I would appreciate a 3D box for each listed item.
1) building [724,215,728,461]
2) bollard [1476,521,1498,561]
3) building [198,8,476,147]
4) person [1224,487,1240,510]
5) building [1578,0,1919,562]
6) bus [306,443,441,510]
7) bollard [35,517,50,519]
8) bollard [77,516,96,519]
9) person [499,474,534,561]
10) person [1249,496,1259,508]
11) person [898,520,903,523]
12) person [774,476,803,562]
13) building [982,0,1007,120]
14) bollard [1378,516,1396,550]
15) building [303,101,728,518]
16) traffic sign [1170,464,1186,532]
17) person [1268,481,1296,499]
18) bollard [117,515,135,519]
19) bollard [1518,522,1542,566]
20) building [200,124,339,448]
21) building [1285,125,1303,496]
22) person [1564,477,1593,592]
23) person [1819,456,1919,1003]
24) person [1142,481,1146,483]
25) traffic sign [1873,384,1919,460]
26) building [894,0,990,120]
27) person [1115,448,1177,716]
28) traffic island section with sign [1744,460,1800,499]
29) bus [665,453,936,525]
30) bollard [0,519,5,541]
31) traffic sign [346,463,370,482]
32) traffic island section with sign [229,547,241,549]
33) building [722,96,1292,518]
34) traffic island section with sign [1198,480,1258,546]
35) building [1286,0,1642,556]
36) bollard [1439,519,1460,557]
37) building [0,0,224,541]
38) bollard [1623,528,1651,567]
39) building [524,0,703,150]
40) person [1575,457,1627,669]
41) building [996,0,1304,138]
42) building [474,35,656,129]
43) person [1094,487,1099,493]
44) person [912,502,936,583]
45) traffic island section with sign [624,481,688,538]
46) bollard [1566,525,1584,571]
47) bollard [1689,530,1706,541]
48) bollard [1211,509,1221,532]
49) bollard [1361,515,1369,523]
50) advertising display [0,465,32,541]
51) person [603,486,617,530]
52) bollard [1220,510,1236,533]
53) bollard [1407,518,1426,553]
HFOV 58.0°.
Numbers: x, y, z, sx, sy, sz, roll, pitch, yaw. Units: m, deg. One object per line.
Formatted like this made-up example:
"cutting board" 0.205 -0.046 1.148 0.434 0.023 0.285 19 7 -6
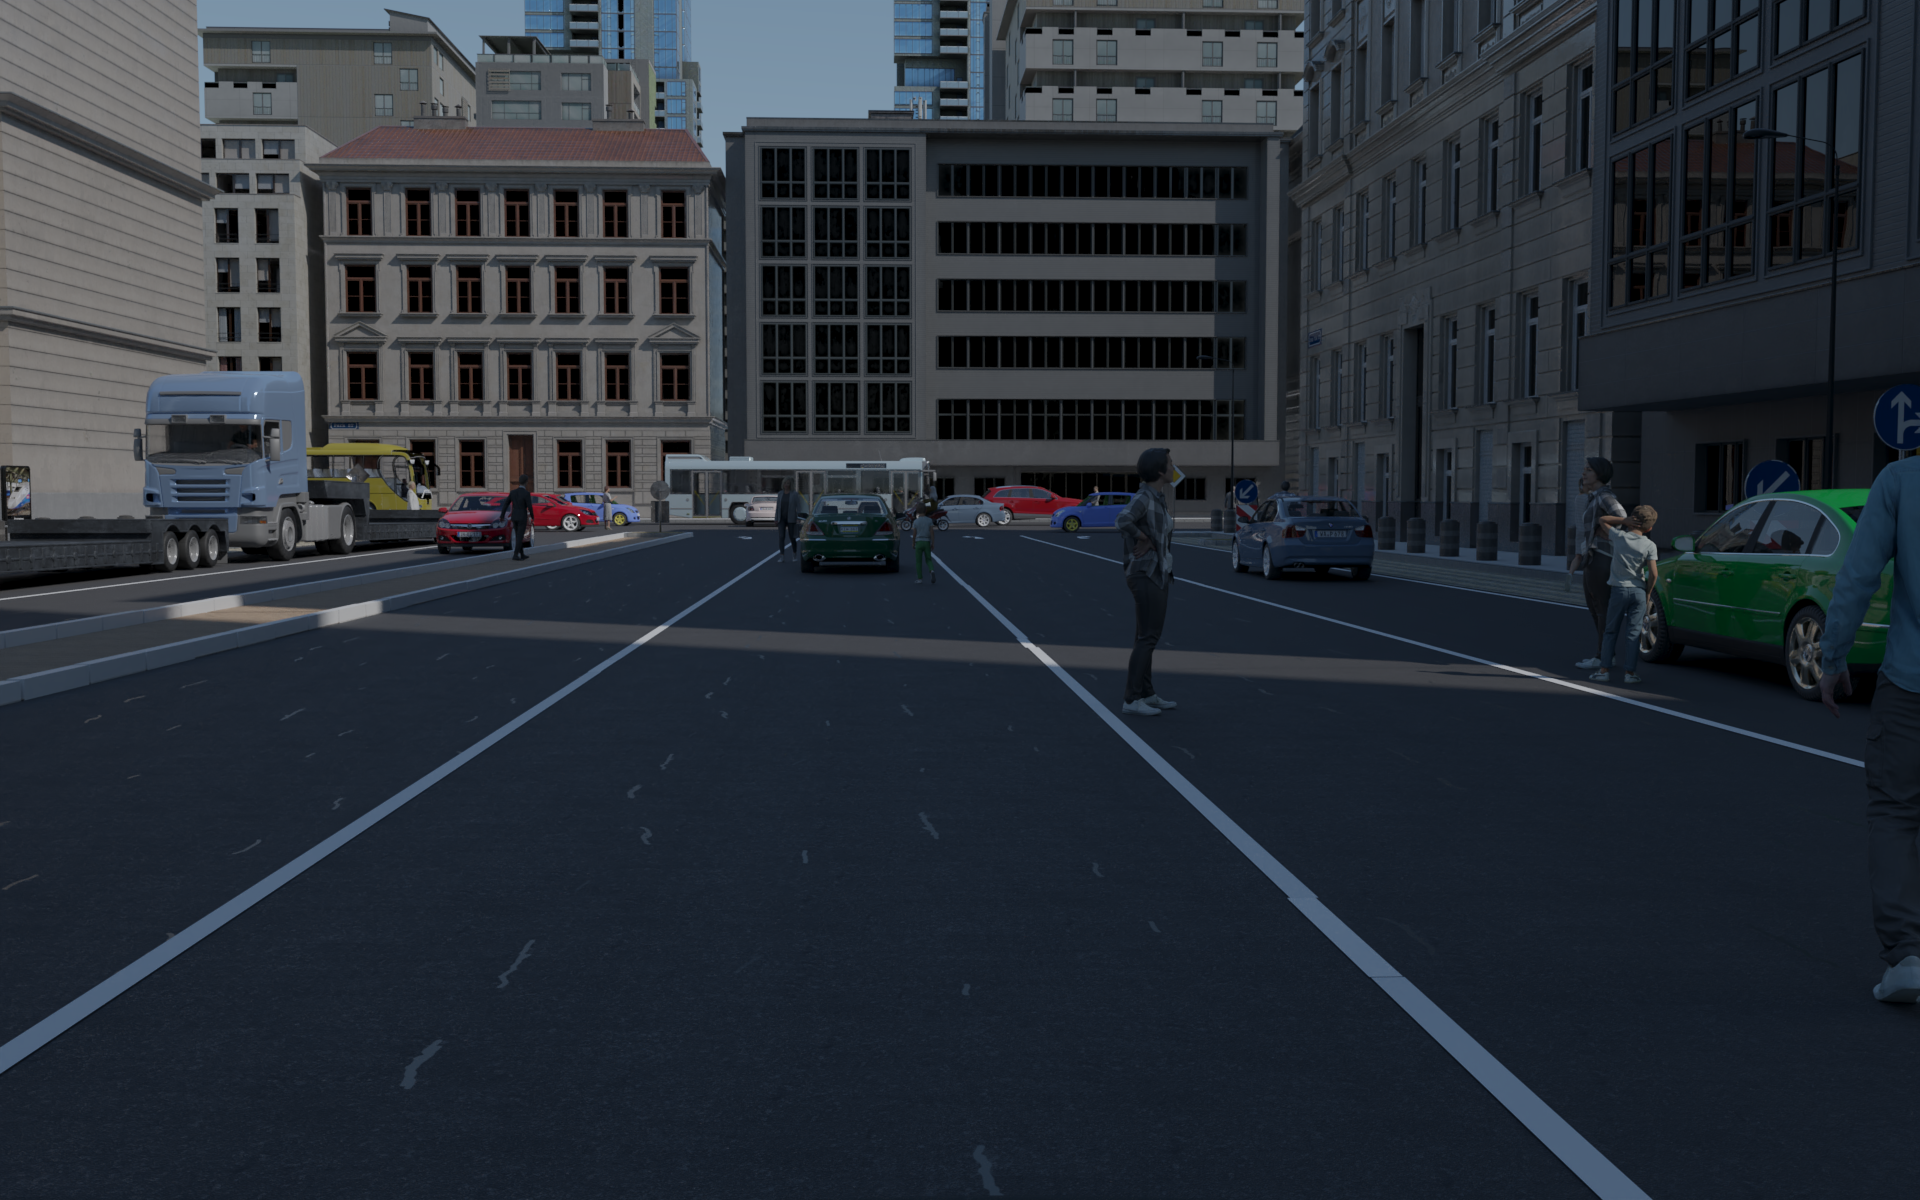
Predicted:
"building" -24.829 -38.856 258.992 21.600 48.544 21.300 0 4 -3
"bollard" 10.169 -1.144 33.415 0.404 0.777 0.398 0 3 0
"building" -69.562 -37.187 197.251 27.495 52.752 28.713 0 4 -3
"person" 12.091 -4.156 76.842 0.661 1.777 0.834 2 4 25
"building" 18.938 -13.874 20.348 14.314 27.812 24.014 0 4 -3
"bus" -31.824 -5.673 84.293 12.252 3.916 2.896 0 4 -1
"bollard" -20.410 -1.458 38.554 0.404 0.777 0.398 0 3 0
"bollard" -20.528 -1.591 40.729 0.404 0.777 0.398 0 3 0
"person" -9.400 -1.765 37.131 0.659 1.850 0.755 1 4 22
"person" 11.717 -3.698 69.061 0.767 1.812 0.694 2 4 30
"person" -2.892 -4.738 86.315 0.721 1.781 0.623 0 4 -7
"person" -3.552 -1.700 36.485 0.709 1.800 0.728 1 4 15
"building" 13.174 -40.329 201.382 21.231 58.520 28.212 0 4 -3
"bollard" 9.823 -1.539 39.876 0.404 0.777 0.398 0 3 0
"building" -23.195 -15.823 94.860 21.152 22.565 11.583 0 4 -3
"traffic sign" 7.196 -3.342 58.288 0.795 2.450 0.064 0 4 -3
"person" 7.526 -1.891 40.147 0.841 1.734 0.376 2 4 32
"bollard" -20.646 -1.723 42.882 0.404 0.777 0.398 0 3 0
"bollard" 10.290 -1.012 31.261 0.404 0.777 0.398 0 3 0
"building" -42.373 -14.559 92.799 16.860 20.320 10.420 0 4 -3
"building" 27.394 -16.366 96.466 19.941 23.489 11.050 0 4 -3
"person" 9.047 -0.965 25.033 0.760 1.731 0.466 -3 5 -43
"person" 2.811 0.221 4.913 0.660 1.820 0.620 1 4 21
"person" 4.979 -2.315 46.574 0.641 1.798 0.478 -3 5 -39
"traffic sign" 10.945 -1.225 20.135 0.768 2.556 0.104 0 4 -1
"building" 1.739 -57.931 259.838 31.000 86.520 22.319 0 4 -3
"person" 1.231 -0.136 11.441 0.376 1.734 0.841 1 4 18
"traffic island section with sign" 9.246 -0.744 20.801 1.989 1.847 2.006 0 4 -3
"bus" -7.061 -5.301 81.534 13.247 3.499 2.948 0 4 -2
"bollard" -20.294 -1.326 36.400 0.404 0.777 0.398 0 3 0
"traffic sign" -19.760 -3.255 56.866 0.795 2.450 0.064 0 4 -3
"traffic island section with sign" -18.887 -2.295 46.159 1.989 1.847 2.006 0 4 -3
"building" 2.312 -17.017 97.302 30.058 24.678 14.314 0 4 -3
"traffic island section with sign" 7.750 -2.440 48.529 1.989 1.847 2.006 0 4 -3
"building" 17.419 -15.142 44.830 12.463 27.353 25.104 0 4 -3
"bollard" 10.056 -1.275 35.568 0.404 0.777 0.398 0 3 0
"building" -34.276 -15.879 47.011 23.554 28.519 14.401 0 4 -3
"bollard" 10.520 -0.747 26.938 0.404 0.777 0.398 0 3 0
"building" -51.087 -57.716 256.332 31.000 86.520 22.319 0 4 -3
"person" 5.283 -0.306 14.234 0.376 1.734 0.841 1 4 23
"building" 18.930 -35.734 173.487 28.713 52.752 27.495 0 4 -3
"building" -35.413 -29.005 157.828 14.154 41.232 14.086 0 4 -3
"person" 6.358 -4.487 82.140 0.573 1.790 0.520 -3 5 -41
"person" -0.570 -0.912 27.664 0.306 1.304 0.590 -2 4 -26
"traffic island section with sign" -10.064 -3.030 57.681 2.006 1.907 1.989 0 4 -3
"bollard" 10.403 -0.879 29.091 0.404 0.777 0.398 0 3 0
"bollard" 10.635 -0.616 24.784 0.404 0.777 0.398 0 3 0
"bollard" 8.785 -2.725 59.267 0.404 0.777 0.398 0 3 0
"bollard" 9.708 -1.670 42.029 0.404 0.777 0.398 0 3 0
"advertising display" -21.313 -2.074 39.127 0.123 1.923 0.974 0 4 2
"person" -14.109 -3.708 69.688 0.480 1.755 0.524 3 5 40
"bollard" 8.899 -2.593 57.112 0.404 0.777 0.398 0 3 0
"bollard" 9.939 -1.407 37.723 0.404 0.777 0.398 0 3 0
